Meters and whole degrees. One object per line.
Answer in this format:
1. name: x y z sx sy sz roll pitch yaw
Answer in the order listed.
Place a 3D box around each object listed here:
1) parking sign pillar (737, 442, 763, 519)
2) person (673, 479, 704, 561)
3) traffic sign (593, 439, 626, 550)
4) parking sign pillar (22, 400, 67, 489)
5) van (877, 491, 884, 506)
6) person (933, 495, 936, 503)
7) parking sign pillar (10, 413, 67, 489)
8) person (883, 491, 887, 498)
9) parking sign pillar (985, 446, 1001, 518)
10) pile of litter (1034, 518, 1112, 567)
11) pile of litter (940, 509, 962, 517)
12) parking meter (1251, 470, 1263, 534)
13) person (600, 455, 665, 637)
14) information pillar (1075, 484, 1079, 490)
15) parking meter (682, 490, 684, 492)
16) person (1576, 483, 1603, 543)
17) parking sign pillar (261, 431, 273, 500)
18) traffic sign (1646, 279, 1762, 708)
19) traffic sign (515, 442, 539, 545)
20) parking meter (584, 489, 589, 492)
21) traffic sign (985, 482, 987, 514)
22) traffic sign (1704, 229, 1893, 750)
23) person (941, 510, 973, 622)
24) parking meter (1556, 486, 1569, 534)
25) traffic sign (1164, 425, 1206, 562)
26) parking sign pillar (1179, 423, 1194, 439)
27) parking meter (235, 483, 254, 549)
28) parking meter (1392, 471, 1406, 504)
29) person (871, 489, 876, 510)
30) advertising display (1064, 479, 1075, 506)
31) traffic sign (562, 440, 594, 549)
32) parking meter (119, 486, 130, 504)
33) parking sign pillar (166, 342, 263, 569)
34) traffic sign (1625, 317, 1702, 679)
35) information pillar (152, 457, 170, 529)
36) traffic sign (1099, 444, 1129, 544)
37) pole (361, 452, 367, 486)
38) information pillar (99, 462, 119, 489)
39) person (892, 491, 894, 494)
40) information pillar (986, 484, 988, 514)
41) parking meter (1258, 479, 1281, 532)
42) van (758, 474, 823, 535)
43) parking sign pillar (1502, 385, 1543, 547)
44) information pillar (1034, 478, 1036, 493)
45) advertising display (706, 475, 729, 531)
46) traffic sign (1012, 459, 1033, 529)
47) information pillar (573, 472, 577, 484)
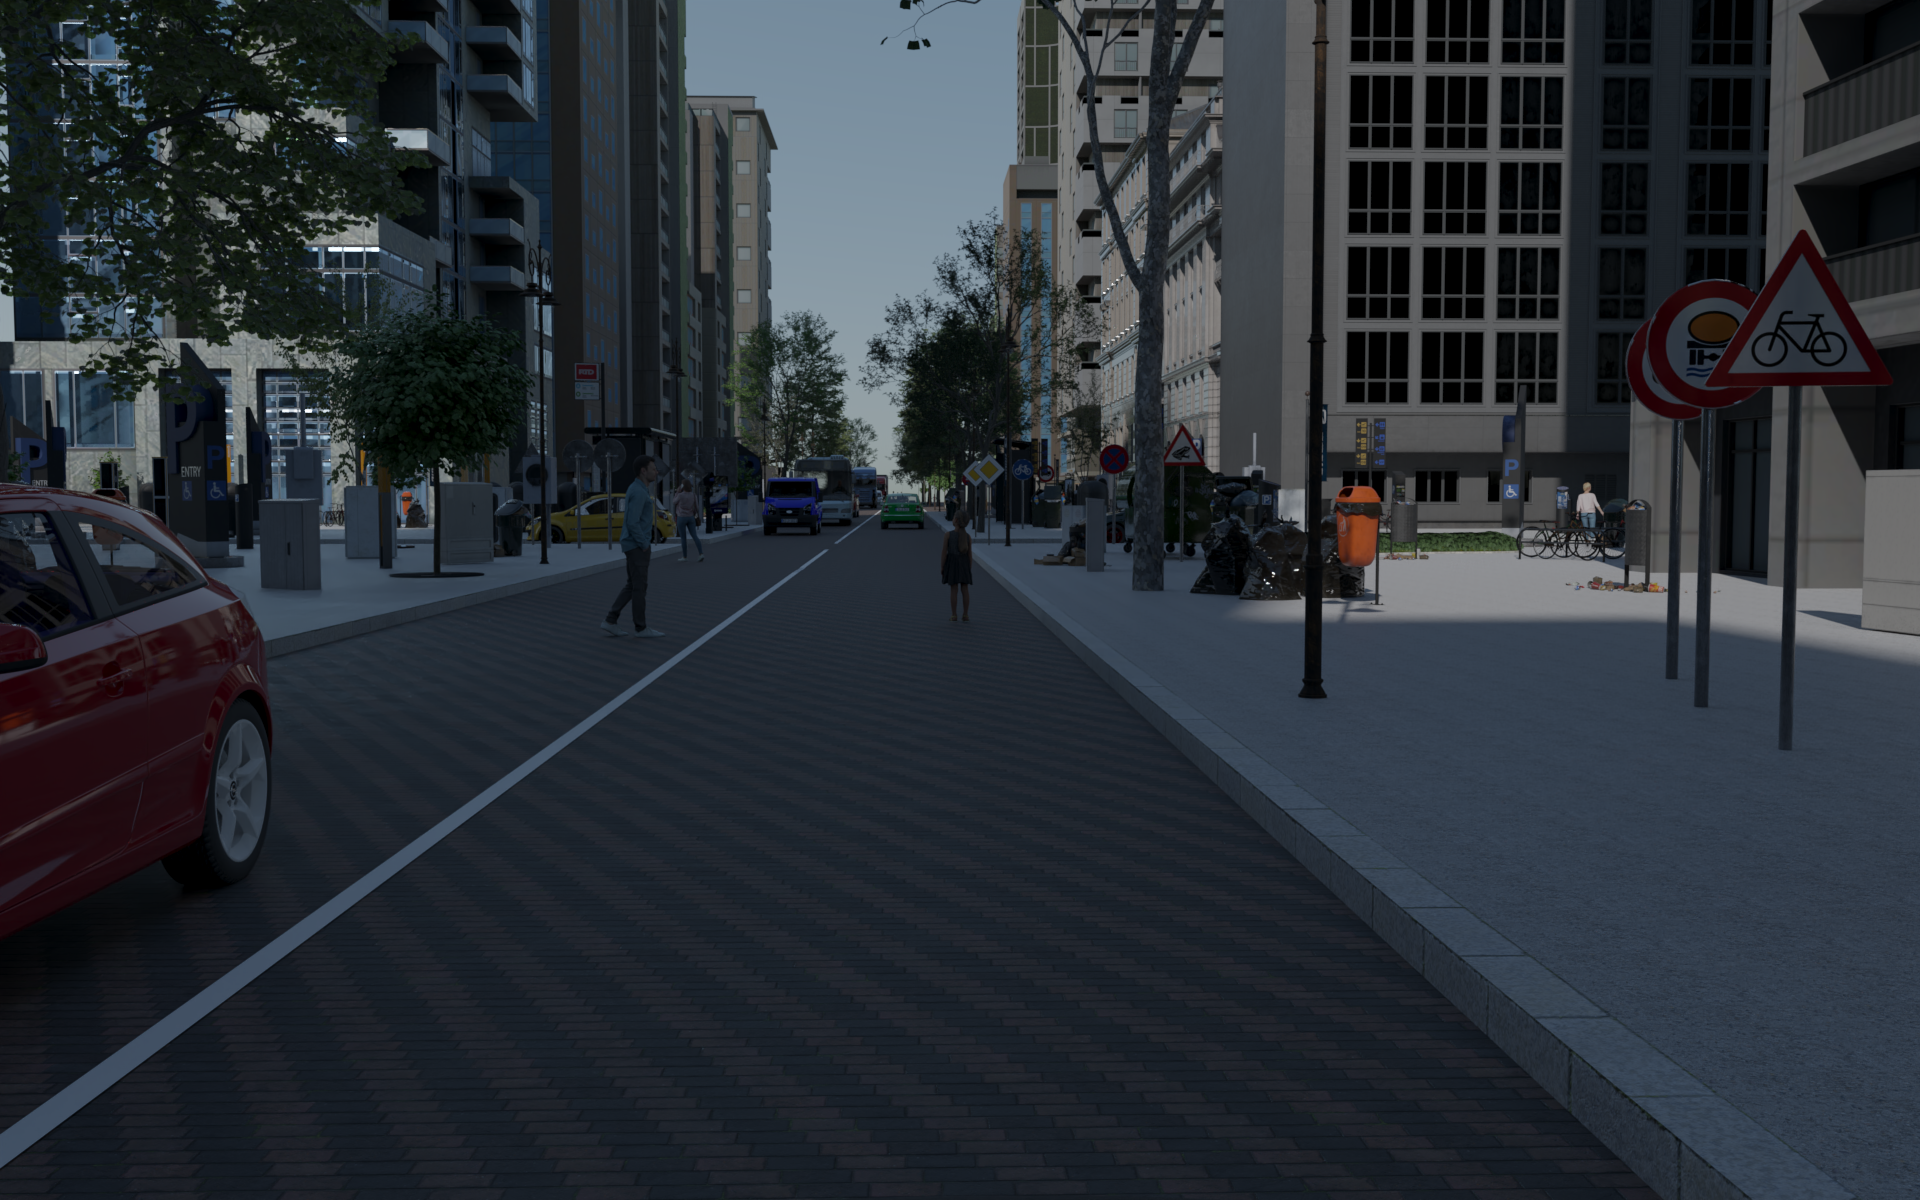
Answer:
1. parking sign pillar: -10.659 -6.060 87.556 1.447 3.967 1.447 -2 4 -24
2. person: -5.736 -1.696 36.813 0.593 1.750 0.643 -3 4 -38
3. traffic sign: -8.054 -2.428 39.799 0.768 2.556 0.104 0 4 4
4. parking sign pillar: -26.258 -3.785 50.352 1.447 3.967 1.447 -2 4 -24
5. van: -10.366 -12.653 213.890 2.013 2.044 4.112 0 4 -2
6. person: -3.128 -11.968 207.399 0.599 1.433 0.991 2 4 35
7. parking sign pillar: -32.279 -4.395 60.329 1.447 3.967 1.447 2 4 30
8. person: -10.112 -13.925 236.132 0.705 1.831 1.348 -3 4 -39
9. parking sign pillar: 1.994 -6.405 93.186 1.447 3.967 1.447 -1 4 -11
10. pile of litter: 2.020 -1.058 31.258 1.176 0.858 1.719 -1 4 -21
11. pile of litter: -0.251 -5.151 98.175 1.719 0.858 1.176 2 4 33
12. parking meter: 7.174 -2.212 41.877 0.255 1.863 0.399 1 4 17
13. person: -3.298 -0.543 17.391 0.620 1.820 0.660 -1 4 -19
14. information pillar: 8.180 -7.099 120.567 0.304 2.012 0.304 2 4 26
15. parking meter: -13.192 -4.749 83.360 0.399 1.863 0.255 1 4 20
16. person: 17.149 -2.317 47.059 0.731 1.740 0.598 1 4 16
17. parking sign pillar: -21.895 -4.017 54.150 1.447 3.967 1.447 0 4 -7
18. traffic sign: 4.470 -0.628 10.366 0.768 2.556 0.104 0 4 5
19. traffic sign: -10.746 -2.662 43.528 0.884 2.594 0.081 0 4 -1
20. parking meter: -19.571 -5.028 90.621 0.372 1.533 0.369 0 3 0
21. traffic sign: 1.372 -5.790 94.773 0.768 2.556 0.104 0 4 0
22. traffic sign: 4.141 -0.527 8.617 0.884 2.594 0.081 0 4 7
23. person: -0.038 -0.384 19.445 0.362 1.253 0.373 -1 4 -11
24. parking meter: 19.497 -2.915 56.074 0.372 1.533 0.369 0 3 0
25. traffic sign: 4.170 -1.991 32.559 0.884 2.594 0.081 0 4 -1
26. parking sign pillar: 8.464 -4.679 64.975 1.447 3.967 1.447 -1 4 -22
27. parking meter: -16.690 -1.956 40.392 0.372 1.533 0.369 0 3 0
28. parking meter: 11.138 -2.342 44.008 0.255 1.863 0.399 0 4 -2
29. person: -8.047 -9.349 160.986 0.705 1.869 1.348 -1 4 -9
30. advertising display: 4.591 -4.124 72.644 0.123 1.923 0.974 -1 4 -15
31. traffic sign: -8.947 -2.479 40.635 0.768 2.556 0.104 0 4 2
32. parking meter: -25.264 -2.683 52.283 0.372 1.533 0.369 0 3 0
33. parking sign pillar: -13.356 -2.560 30.326 1.447 3.967 1.447 3 5 39
34. traffic sign: 4.940 -0.724 11.945 0.768 2.556 0.104 0 4 1
35. information pillar: -15.730 -1.820 34.244 0.304 2.012 0.304 0 4 5
36. traffic sign: 3.943 -2.704 44.322 0.768 2.556 0.104 0 4 8
37. pole: -21.720 -4.239 63.148 0.158 3.312 0.155 0 3 0
38. information pillar: -19.355 -2.137 39.435 0.304 2.012 0.304 0 4 -7
39. person: -8.576 -13.159 223.628 0.705 1.826 1.348 -1 4 -21
40. information pillar: 1.605 -7.043 106.504 0.183 3.616 0.504 1 4 15
41. parking meter: 5.188 -1.261 29.035 0.372 1.533 0.369 0 3 0
42. van: -5.968 -3.518 61.896 2.240 2.365 5.245 0 4 -3
43. parking sign pillar: 13.582 -3.302 42.464 1.447 3.967 1.447 1 4 23
44. information pillar: 3.238 -4.455 77.332 0.304 2.012 0.304 0 4 5
45. advertising display: -8.401 -3.345 59.911 0.123 1.923 0.974 3 4 38
46. traffic sign: 2.291 -3.857 63.165 0.768 2.556 0.104 0 4 -2
47. information pillar: -19.836 -5.998 89.421 0.183 3.616 0.504 1 4 14
